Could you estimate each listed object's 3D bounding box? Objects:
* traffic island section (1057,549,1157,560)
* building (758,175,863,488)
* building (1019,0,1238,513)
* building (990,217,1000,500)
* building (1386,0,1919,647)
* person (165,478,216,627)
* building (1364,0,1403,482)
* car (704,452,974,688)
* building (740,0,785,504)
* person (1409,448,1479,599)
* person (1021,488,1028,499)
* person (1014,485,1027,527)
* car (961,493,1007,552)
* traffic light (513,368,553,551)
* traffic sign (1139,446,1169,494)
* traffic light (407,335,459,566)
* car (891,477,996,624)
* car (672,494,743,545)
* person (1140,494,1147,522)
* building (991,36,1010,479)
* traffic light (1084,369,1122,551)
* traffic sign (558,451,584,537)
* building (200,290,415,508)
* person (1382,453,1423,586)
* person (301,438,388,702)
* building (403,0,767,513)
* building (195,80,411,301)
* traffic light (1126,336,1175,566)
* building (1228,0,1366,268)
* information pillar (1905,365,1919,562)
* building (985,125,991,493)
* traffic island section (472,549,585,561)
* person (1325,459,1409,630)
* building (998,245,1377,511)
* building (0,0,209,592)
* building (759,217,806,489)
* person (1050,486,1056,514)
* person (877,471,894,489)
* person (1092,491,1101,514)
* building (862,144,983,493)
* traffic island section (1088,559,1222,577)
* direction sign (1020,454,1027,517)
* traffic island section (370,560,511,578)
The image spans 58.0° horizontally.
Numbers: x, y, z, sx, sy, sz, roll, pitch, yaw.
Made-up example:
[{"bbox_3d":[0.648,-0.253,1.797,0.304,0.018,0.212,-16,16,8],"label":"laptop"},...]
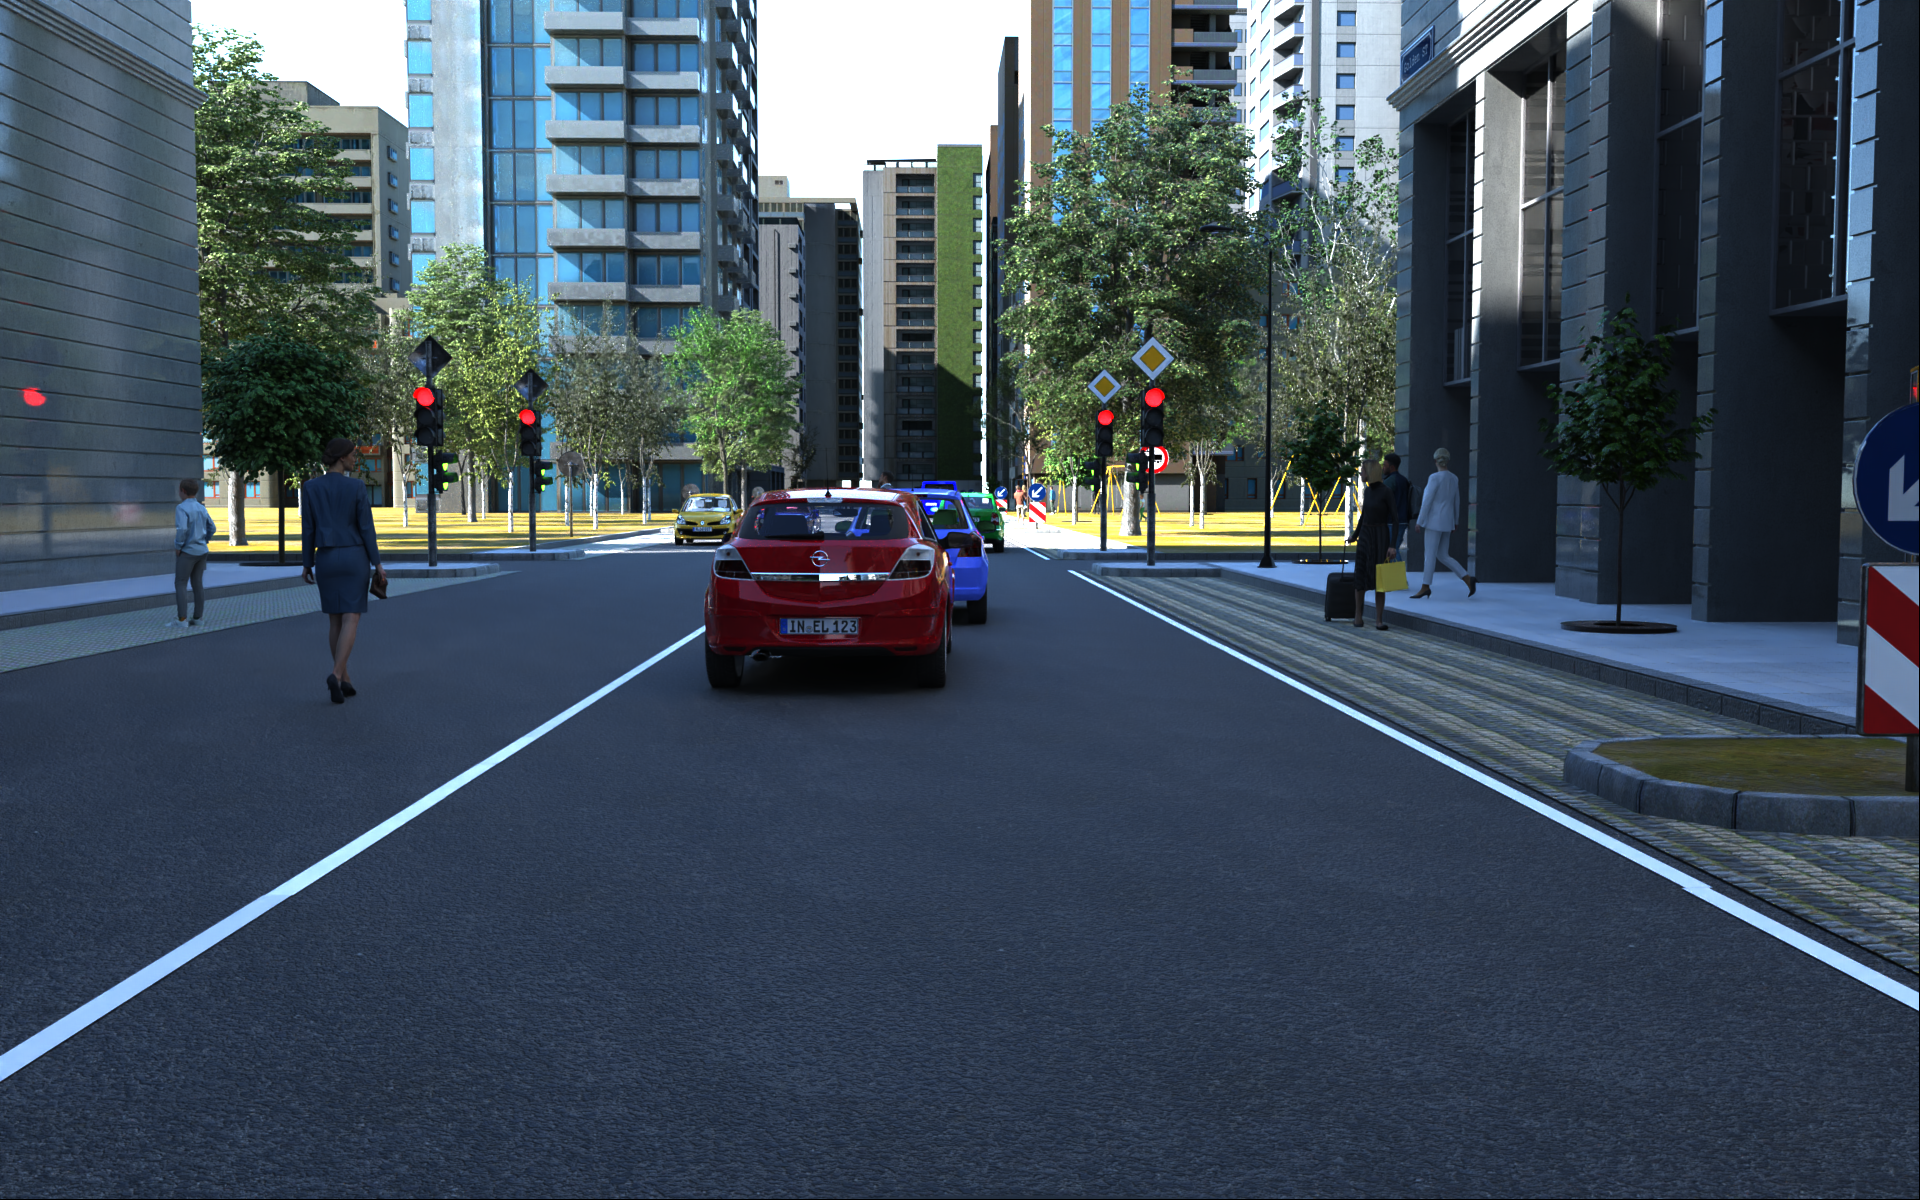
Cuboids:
[{"bbox_3d":[3.258,-1.027,39.068,2.009,0.180,2.903,0,4,-1],"label":"traffic island section"},{"bbox_3d":[-23.937,-31.920,213.776,23.993,40.220,32.217,0,4,-1],"label":"building"},{"bbox_3d":[11.492,-29.012,124.459,14.600,45.320,14.200,0,4,-1],"label":"building"},{"bbox_3d":[10.106,-25.114,182.317,14.160,30.474,14.107,0,4,-1],"label":"building"},{"bbox_3d":[13.078,-14.462,13.941,11.434,29.767,29.804,0,4,-1],"label":"building"},{"bbox_3d":[-8.309,-0.513,18.706,0.330,1.601,0.589,2,4,24],"label":"person"},{"bbox_3d":[45.270,-38.922,178.369,28.212,58.520,21.231,0,4,-1],"label":"building"},{"bbox_3d":[-0.965,-0.322,14.306,2.155,1.783,4.494,0,4,1],"label":"car"},{"bbox_3d":[-26.281,-43.714,152.977,20.563,71.187,20.611,0,4,-1],"label":"building"},{"bbox_3d":[5.913,-0.930,21.120,0.818,1.842,0.514,2,4,30],"label":"person"},{"bbox_3d":[4.323,-6.751,117.132,0.721,1.735,1.217,-1,4,-21],"label":"person"},{"bbox_3d":[2.703,-4.129,75.987,0.580,1.828,0.573,-2,4,-27],"label":"person"},{"bbox_3d":[0.214,-2.147,43.908,1.959,1.807,4.718,0,4,1],"label":"car"},{"bbox_3d":[-9.539,-3.041,38.634,0.839,4.253,0.868,0,4,-1],"label":"traffic light"},{"bbox_3d":[4.835,-2.644,43.328,0.768,2.556,0.104,1,4,8],"label":"traffic sign"},{"bbox_3d":[-9.349,-2.552,30.651,0.839,4.253,0.868,0,4,-1],"label":"traffic light"},{"bbox_3d":[-0.533,-0.664,20.446,1.945,1.707,3.694,0,4,0],"label":"car"},{"bbox_3d":[-7.199,-2.419,49.782,2.015,1.641,3.980,0,4,-2],"label":"car"},{"bbox_3d":[8.508,-4.303,80.642,0.590,1.304,0.306,-3,4,-36],"label":"person"},{"bbox_3d":[10.846,-31.660,167.750,14.600,45.320,14.200,0,4,-1],"label":"building"},{"bbox_3d":[3.218,-3.060,38.953,0.839,4.253,0.868,0,4,-1],"label":"traffic light"},{"bbox_3d":[-11.555,-3.139,51.435,0.768,2.556,0.104,0,4,2],"label":"traffic sign"},{"bbox_3d":[-58.787,-20.159,174.635,28.899,21.520,27.650,0,4,-1],"label":"building"},{"bbox_3d":[5.776,-1.052,23.221,0.794,1.824,0.713,-2,4,-26],"label":"person"},{"bbox_3d":[-4.331,-0.215,12.034,0.581,1.822,0.654,1,4,11],"label":"person"},{"bbox_3d":[-27.026,-31.090,127.933,23.786,49.044,30.456,0,4,-1],"label":"building"},{"bbox_3d":[-76.428,-35.678,207.040,21.600,48.544,21.300,0,4,-1],"label":"building"},{"bbox_3d":[3.409,-2.572,30.970,0.839,4.253,0.868,0,4,-1],"label":"traffic light"},{"bbox_3d":[31.709,-40.835,209.645,28.212,58.520,21.231,0,4,-1],"label":"building"},{"bbox_3d":[5.652,-0.338,10.011,0.304,2.012,0.304,1,4,22],"label":"information pillar"},{"bbox_3d":[10.377,-33.978,205.657,14.200,45.320,14.600,0,4,-1],"label":"building"},{"bbox_3d":[-9.579,-1.008,38.768,2.009,0.180,2.903,0,4,-1],"label":"traffic island section"},{"bbox_3d":[4.375,-0.607,18.646,0.699,1.804,1.509,0,4,5],"label":"person"},{"bbox_3d":[17.691,-18.459,146.848,27.650,21.520,28.899,0,4,-1],"label":"building"},{"bbox_3d":[-27.302,-14.991,22.589,29.804,29.767,11.434,0,4,-1],"label":"building"},{"bbox_3d":[-23.379,-25.116,182.343,14.107,30.474,14.160,0,4,-1],"label":"building"},{"bbox_3d":[5.911,-6.355,110.286,0.444,1.785,0.601,3,5,43],"label":"person"},{"bbox_3d":[-1.243,-1.149,27.462,0.473,1.802,0.592,2,4,35],"label":"person"},{"bbox_3d":[8.624,-6.318,109.119,0.659,1.850,0.755,0,4,-5],"label":"person"},{"bbox_3d":[-4.472,-31.902,205.191,14.086,41.232,14.154,0,4,-1],"label":"building"},{"bbox_3d":[3.449,-0.538,31.085,2.009,0.180,2.903,0,4,-1],"label":"traffic island section"},{"bbox_3d":[3.612,-6.487,98.057,0.379,3.537,0.876,-1,4,-9],"label":"direction sign"},{"bbox_3d":[-9.389,-0.520,30.785,2.009,0.180,2.903,0,4,-1],"label":"traffic island section"}]
